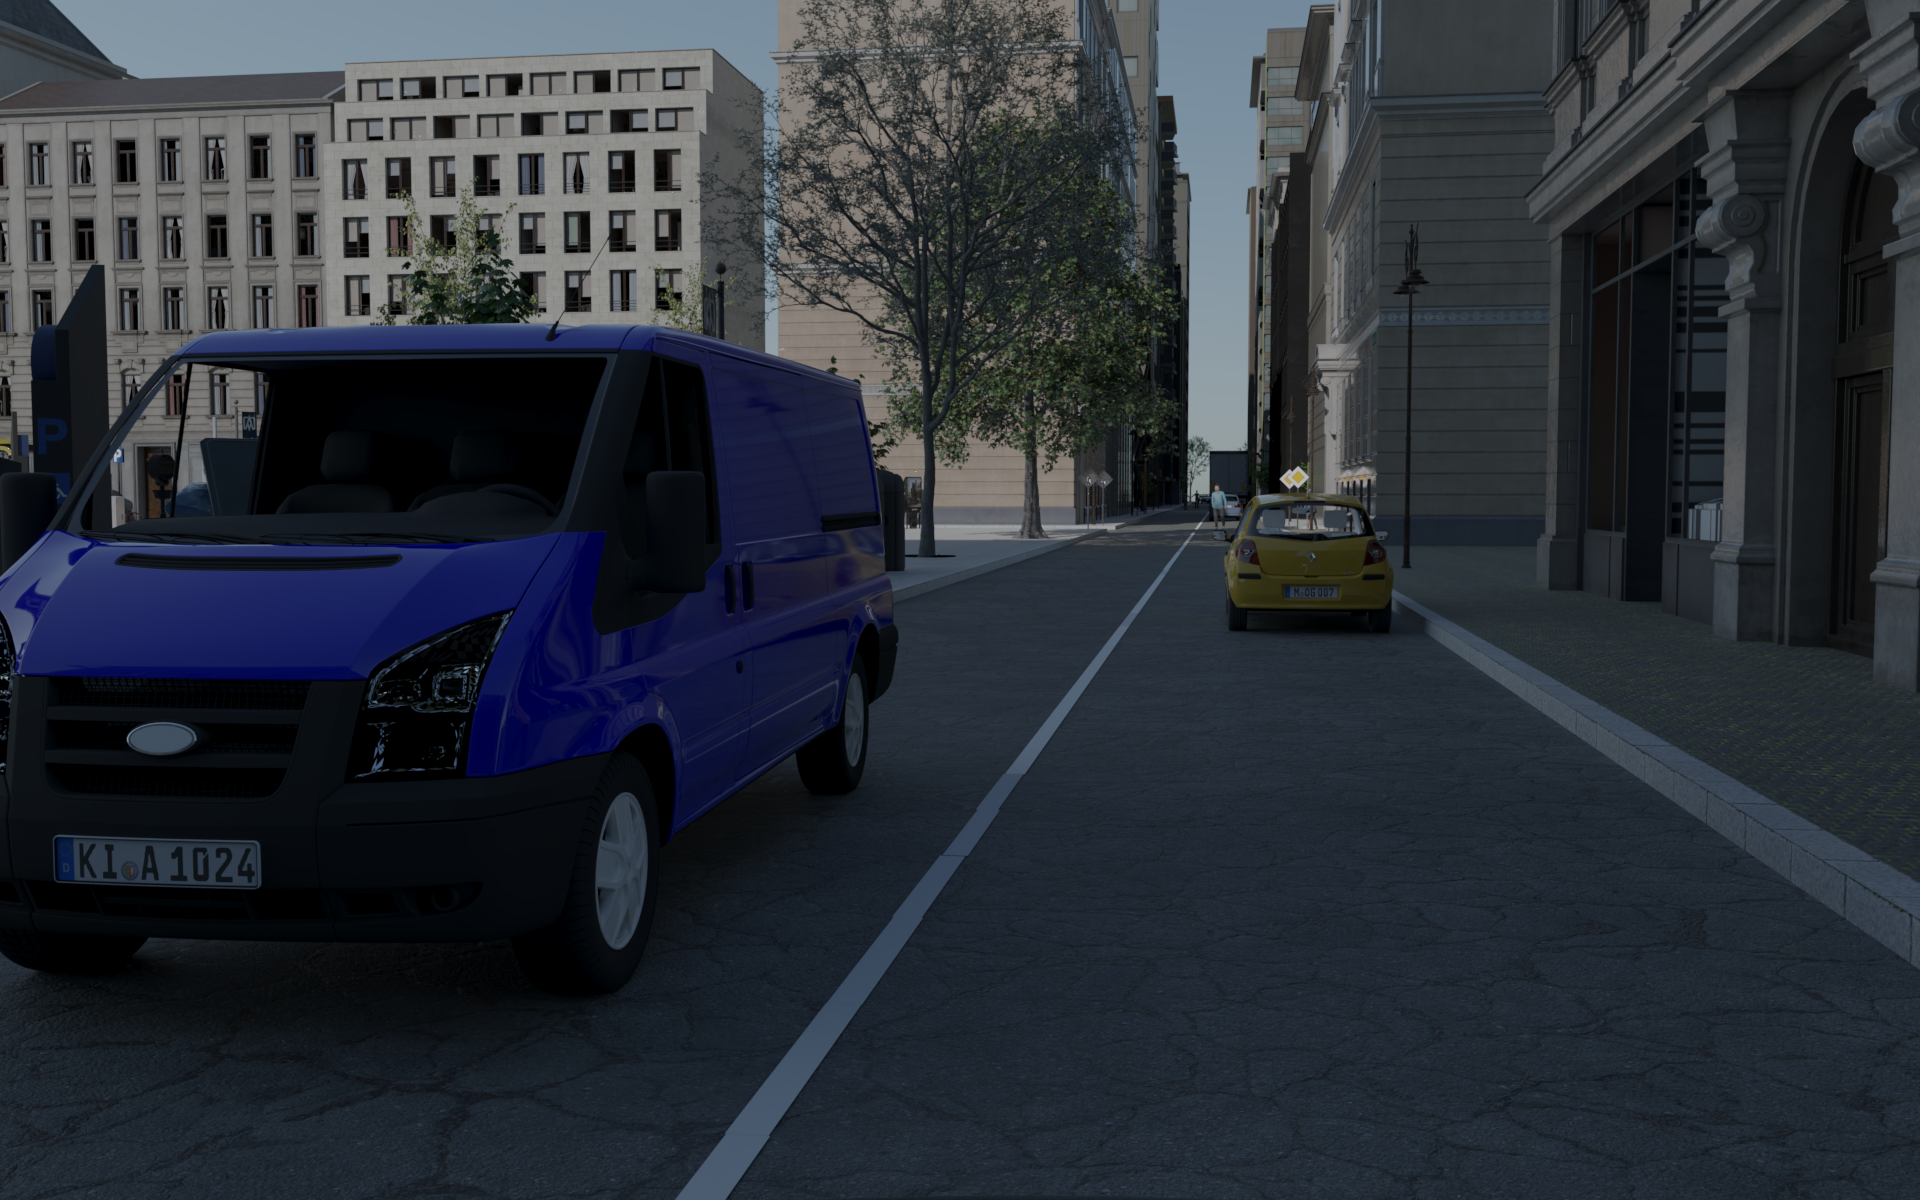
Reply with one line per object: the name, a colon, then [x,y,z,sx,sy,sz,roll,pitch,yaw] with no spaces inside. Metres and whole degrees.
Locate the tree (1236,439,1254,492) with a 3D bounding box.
tree: [39.043,-17.299,233.204,4.737,8.622,4.395,0,3,0]

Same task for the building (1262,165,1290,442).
building: [30.149,-21.014,130.973,14.401,28.519,23.554,1,4,9]

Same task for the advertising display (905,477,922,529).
advertising display: [-1.727,-3.598,64.041,0.123,1.923,0.974,2,4,32]

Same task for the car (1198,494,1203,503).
car: [39.375,-16.393,279.821,2.131,1.459,4.920,0,4,8]

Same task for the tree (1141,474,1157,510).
tree: [15.566,-9.109,143.539,1.663,3.219,1.824,0,3,0]

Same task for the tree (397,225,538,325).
tree: [-3.323,-1.094,12.494,1.663,3.219,1.824,0,3,0]

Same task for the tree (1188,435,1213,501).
tree: [40.511,-23.082,303.138,9.928,11.665,9.643,0,3,0]

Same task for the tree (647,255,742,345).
tree: [-8.635,-6.324,53.752,4.737,8.622,4.395,0,3,0]

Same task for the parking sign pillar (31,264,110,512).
parking sign pillar: [-10.141,-1.915,19.782,1.447,3.967,1.447,-1,4,-9]

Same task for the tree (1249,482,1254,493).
tree: [38.966,-14.293,228.284,1.663,3.219,1.824,0,3,0]

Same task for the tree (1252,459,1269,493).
tree: [26.362,-9.970,146.727,4.285,4.588,4.351,0,3,0]

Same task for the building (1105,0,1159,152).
building: [4.514,-34.984,161.227,28.713,52.752,27.495,1,4,9]

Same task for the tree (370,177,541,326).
tree: [-12.024,-5.535,40.864,4.737,8.622,4.395,0,3,0]

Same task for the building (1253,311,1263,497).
building: [44.154,-20.242,176.003,27.650,21.520,28.899,1,4,9]

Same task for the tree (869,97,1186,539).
tree: [1.972,-8.126,49.860,9.611,12.733,9.660,0,3,0]

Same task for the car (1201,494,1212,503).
car: [37.715,-15.465,264.653,2.131,1.459,4.920,0,4,7]

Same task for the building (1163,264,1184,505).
building: [19.518,-26.794,209.782,14.160,30.474,14.107,1,4,9]

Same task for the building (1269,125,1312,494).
building: [26.376,-17.216,111.163,12.332,23.373,15.834,1,4,9]

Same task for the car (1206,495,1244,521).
car: [14.206,-4.936,92.704,2.014,1.417,4.499,0,4,7]

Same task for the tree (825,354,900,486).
tree: [-1.655,-1.795,23.949,1.663,3.219,1.824,0,3,0]

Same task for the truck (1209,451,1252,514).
truck: [18.266,-7.845,117.171,2.839,4.237,11.283,1,4,10]

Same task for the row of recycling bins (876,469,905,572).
row of recycling bins: [-1.928,-1.263,27.767,1.069,1.692,3.534,2,4,28]

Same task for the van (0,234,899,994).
van: [-1.634,-0.150,6.840,2.240,2.365,5.245,0,4,8]

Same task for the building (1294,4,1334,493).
building: [30.010,-14.794,75.173,30.059,22.955,16.112,1,4,9]

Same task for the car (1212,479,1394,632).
car: [3.846,-0.566,19.482,2.015,1.641,3.980,1,4,8]

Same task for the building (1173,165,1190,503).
building: [22.726,-38.591,254.658,21.300,48.544,21.600,1,4,9]

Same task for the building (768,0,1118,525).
building: [0.080,-18.068,81.312,13.634,28.700,20.117,1,4,9]

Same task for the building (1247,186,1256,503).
building: [47.741,-36.339,244.256,14.600,45.320,14.200,1,4,9]

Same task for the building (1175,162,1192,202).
building: [22.497,-42.208,279.344,28.713,52.752,27.495,1,4,9]

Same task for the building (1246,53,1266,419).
building: [48.451,-37.545,203.105,28.713,52.752,27.495,1,4,9]

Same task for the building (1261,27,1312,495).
building: [34.257,-28.840,155.131,14.154,41.232,14.086,1,4,9]

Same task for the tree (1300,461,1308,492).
tree: [17.709,-5.656,87.074,1.663,3.219,1.824,0,3,0]

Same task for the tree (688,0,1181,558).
tree: [-0.523,-7.610,34.790,12.009,13.543,11.850,0,3,0]

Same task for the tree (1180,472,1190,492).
tree: [27.767,-14.600,222.425,4.285,4.588,4.351,0,3,0]

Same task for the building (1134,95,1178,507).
building: [12.333,-32.668,188.739,22.147,44.769,28.867,1,4,9]
